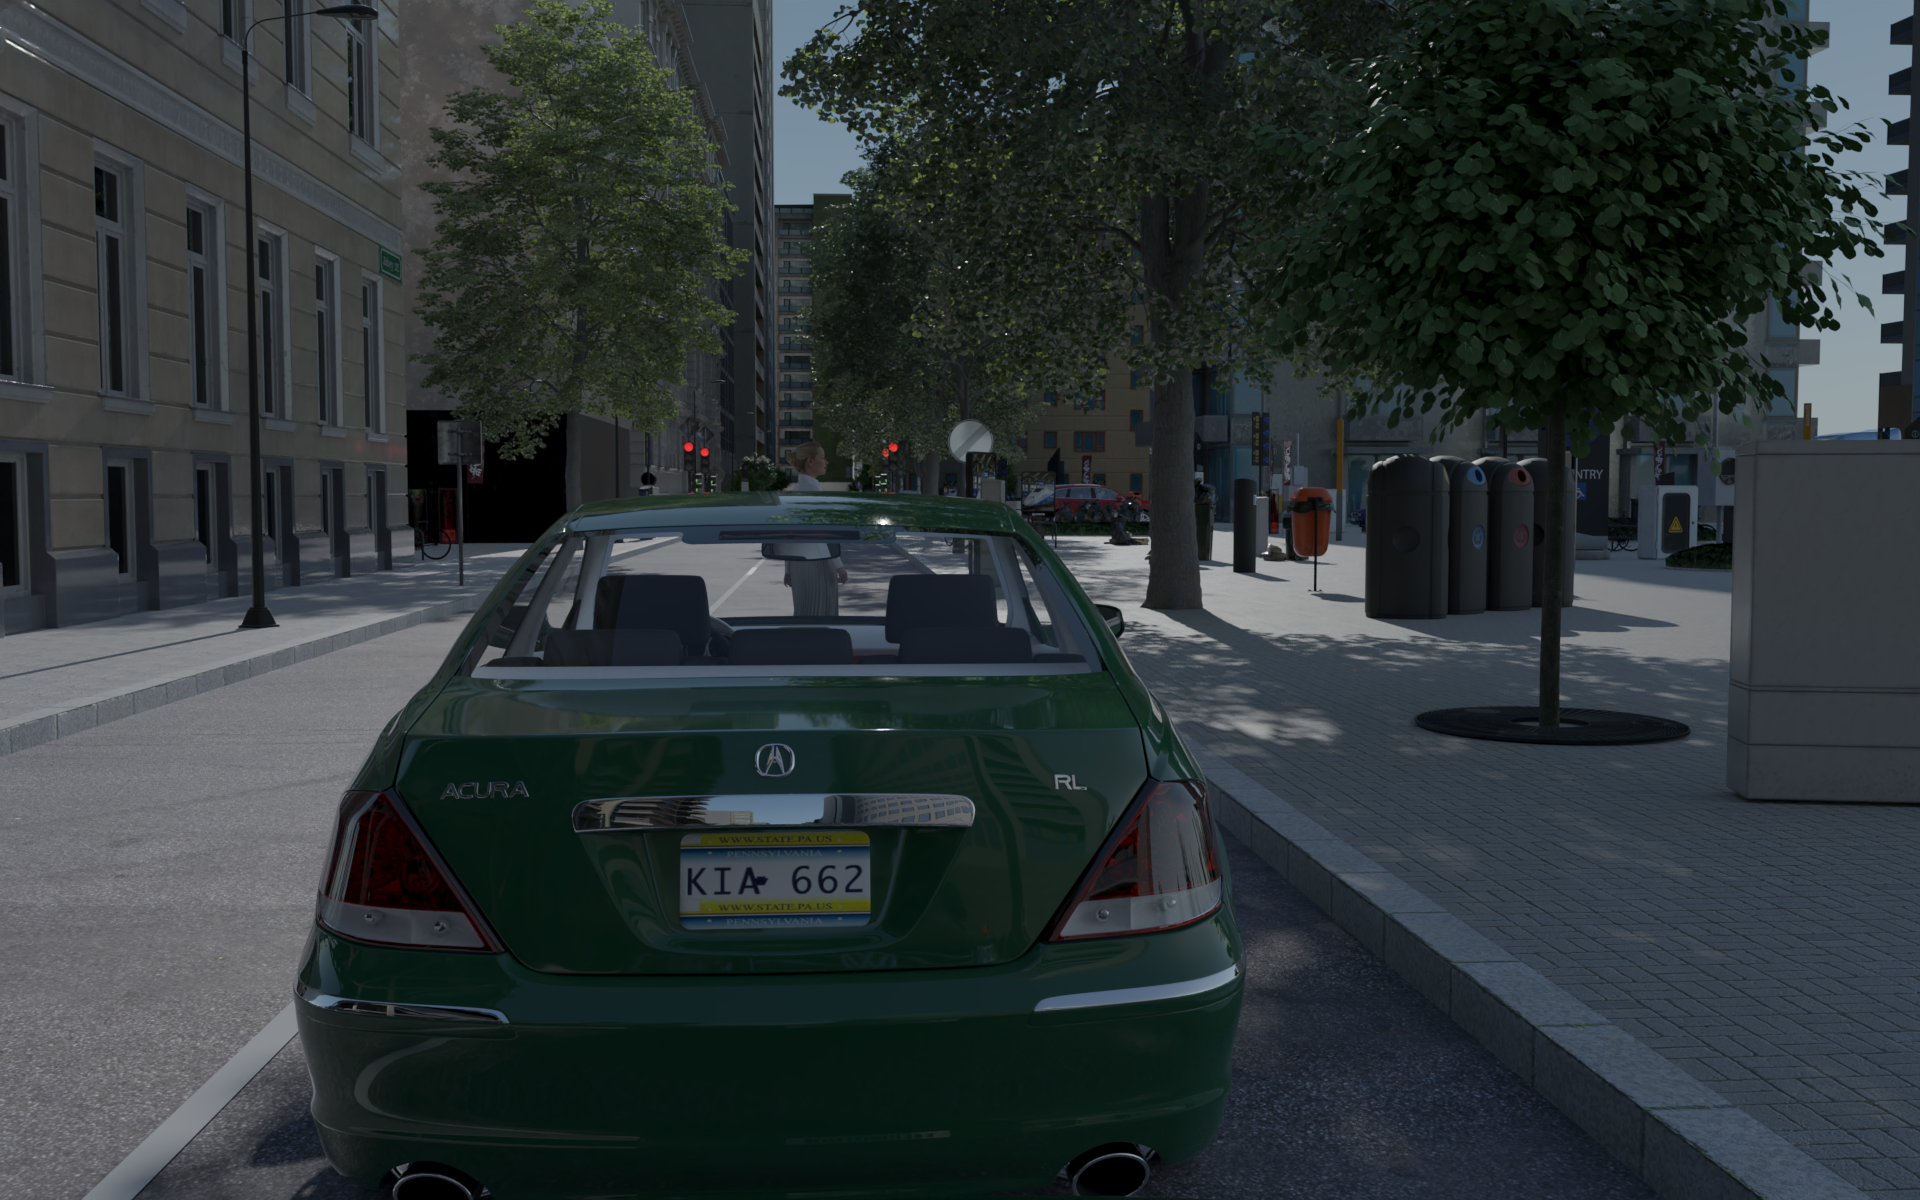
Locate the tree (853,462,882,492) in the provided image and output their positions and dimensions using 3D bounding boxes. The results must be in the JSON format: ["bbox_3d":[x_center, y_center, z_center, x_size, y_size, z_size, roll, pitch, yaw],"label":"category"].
[{"bbox_3d":[-6.738,-9.418,137.700,4.285,4.588,4.351,0,3,0],"label":"tree"}]

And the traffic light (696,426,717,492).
[{"bbox_3d":[-10.408,-5.015,70.922,0.839,4.253,0.868,0,4,-4],"label":"traffic light"}]

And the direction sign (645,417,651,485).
[{"bbox_3d":[-9.032,-3.559,50.187,0.379,3.537,0.876,0,4,-1],"label":"direction sign"}]

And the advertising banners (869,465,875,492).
[{"bbox_3d":[-5.312,-6.526,102.887,0.090,3.025,2.074,-1,4,-16],"label":"advertising banners"}]

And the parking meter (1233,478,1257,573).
[{"bbox_3d":[4.659,-1.218,28.325,0.372,1.533,0.369,0,3,0],"label":"parking meter"}]

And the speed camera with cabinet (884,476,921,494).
[{"bbox_3d":[-3.073,-5.904,90.858,2.038,3.252,0.660,0,4,-8],"label":"speed camera with cabinet"}]

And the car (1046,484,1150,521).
[{"bbox_3d":[5.300,-3.588,67.331,5.304,1.827,2.281,0,4,-3],"label":"car"}]

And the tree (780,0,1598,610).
[{"bbox_3d":[2.511,-6.876,19.082,9.857,13.997,8.962,0,3,0],"label":"tree"}]

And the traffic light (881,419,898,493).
[{"bbox_3d":[-2.473,-4.563,63.521,0.839,4.253,0.868,0,4,-4],"label":"traffic light"}]

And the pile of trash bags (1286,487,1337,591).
[{"bbox_3d":[6.082,-0.818,23.119,3.447,1.369,1.912,0,4,-3],"label":"pile of trash bags"}]

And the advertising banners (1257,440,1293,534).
[{"bbox_3d":[10.033,-3.622,55.407,2.074,3.025,0.090,-3,5,-43],"label":"advertising banners"}]

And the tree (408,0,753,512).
[{"bbox_3d":[-8.431,-7.420,39.440,7.486,12.596,7.792,0,3,0],"label":"tree"}]

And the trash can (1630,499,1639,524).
[{"bbox_3d":[21.682,-2.661,55.158,0.748,1.137,0.748,0,3,0],"label":"trash can"}]

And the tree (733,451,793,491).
[{"bbox_3d":[-15.377,-8.971,130.397,4.285,4.588,4.351,0,3,0],"label":"tree"}]

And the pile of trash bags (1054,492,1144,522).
[{"bbox_3d":[5.142,-3.223,62.443,3.447,1.369,1.912,-2,4,-32],"label":"pile of trash bags"}]

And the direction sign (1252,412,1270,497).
[{"bbox_3d":[8.312,-3.422,47.946,0.379,3.537,0.876,3,5,40],"label":"direction sign"}]

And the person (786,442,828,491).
[{"bbox_3d":[-1.102,-0.211,12.171,0.641,1.798,0.478,-1,4,-11],"label":"person"}]

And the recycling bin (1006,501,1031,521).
[{"bbox_3d":[2.112,-3.025,62.007,0.722,1.027,0.722,-2,4,-34],"label":"recycling bin"}]

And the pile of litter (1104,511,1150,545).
[{"bbox_3d":[4.252,-1.844,44.113,1.176,0.858,1.719,0,4,3],"label":"pile of litter"}]

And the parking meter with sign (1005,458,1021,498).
[{"bbox_3d":[2.790,-4.693,72.997,1.738,3.016,0.543,0,4,5],"label":"parking meter with sign"}]

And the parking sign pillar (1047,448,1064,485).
[{"bbox_3d":[5.606,-6.912,101.481,1.447,3.967,1.447,-2,4,-26],"label":"parking sign pillar"}]

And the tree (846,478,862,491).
[{"bbox_3d":[-12.732,-13.105,208.864,1.663,3.219,1.824,0,3,0],"label":"tree"}]

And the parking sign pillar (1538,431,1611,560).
[{"bbox_3d":[12.101,-2.794,34.159,1.447,3.967,1.447,0,4,-4],"label":"parking sign pillar"}]

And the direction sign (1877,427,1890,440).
[{"bbox_3d":[31.520,-4.110,59.189,0.379,3.537,0.876,0,4,5],"label":"direction sign"}]

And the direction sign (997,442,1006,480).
[{"bbox_3d":[1.716,-5.029,74.221,0.379,3.537,0.876,-3,4,-36],"label":"direction sign"}]

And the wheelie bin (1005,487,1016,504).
[{"bbox_3d":[2.862,-5.629,99.942,0.980,1.594,0.693,3,5,45],"label":"wheelie bin"}]

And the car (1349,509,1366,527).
[{"bbox_3d":[17.481,-3.428,68.626,3.894,1.354,1.945,0,4,-4],"label":"car"}]

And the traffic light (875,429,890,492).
[{"bbox_3d":[-3.068,-5.050,71.484,0.839,4.253,0.868,0,4,-4],"label":"traffic light"}]

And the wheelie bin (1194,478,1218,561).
[{"bbox_3d":[4.625,-1.571,33.589,0.693,1.594,0.980,1,4,15],"label":"wheelie bin"}]

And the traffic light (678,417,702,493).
[{"bbox_3d":[-9.813,-4.528,62.959,0.839,4.253,0.868,0,4,-4],"label":"traffic light"}]

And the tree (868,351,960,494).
[{"bbox_3d":[-2.569,-8.001,81.181,4.360,8.622,3.978,0,3,0],"label":"tree"}]

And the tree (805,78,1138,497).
[{"bbox_3d":[0.305,-6.293,37.306,7.601,10.594,8.767,-1,4,-16],"label":"tree"}]

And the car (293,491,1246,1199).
[{"bbox_3d":[-0.470,0.409,5.111,2.131,1.459,4.920,0,4,-4],"label":"car"}]

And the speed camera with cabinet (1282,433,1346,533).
[{"bbox_3d":[11.625,-3.826,56.889,2.038,3.252,0.660,-1,4,-14],"label":"speed camera with cabinet"}]

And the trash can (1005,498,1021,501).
[{"bbox_3d":[2.191,-3.654,71.391,0.748,1.137,0.748,0,3,0],"label":"trash can"}]

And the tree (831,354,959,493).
[{"bbox_3d":[-3.473,-10.870,95.849,7.486,12.596,7.792,0,3,0],"label":"tree"}]

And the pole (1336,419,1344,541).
[{"bbox_3d":[10.396,-3.277,47.418,0.158,3.312,0.155,0,3,0],"label":"pole"}]

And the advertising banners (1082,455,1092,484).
[{"bbox_3d":[5.086,-5.034,78.490,2.074,3.025,0.090,2,4,35],"label":"advertising banners"}]

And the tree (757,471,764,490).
[{"bbox_3d":[-15.040,-7.943,124.470,1.663,3.219,1.824,0,3,0],"label":"tree"}]

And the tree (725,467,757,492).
[{"bbox_3d":[-15.572,-7.785,121.889,1.663,3.219,1.824,0,3,0],"label":"tree"}]

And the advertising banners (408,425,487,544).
[{"bbox_3d":[-13.076,-2.931,44.117,2.074,3.025,0.090,0,4,-5],"label":"advertising banners"}]

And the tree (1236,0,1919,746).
[{"bbox_3d":[3.285,-1.566,9.315,4.285,4.588,4.351,0,3,0],"label":"tree"}]

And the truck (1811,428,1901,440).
[{"bbox_3d":[43.740,-5.013,71.722,18.799,4.110,2.967,0,4,-4],"label":"truck"}]

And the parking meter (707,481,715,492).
[{"bbox_3d":[-10.647,-4.166,73.824,0.399,1.863,0.255,-2,4,-30],"label":"parking meter"}]

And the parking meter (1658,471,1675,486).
[{"bbox_3d":[18.182,-2.381,44.647,0.399,1.863,0.255,1,4,11],"label":"parking meter"}]

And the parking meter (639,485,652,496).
[{"bbox_3d":[-8.818,-2.459,48.618,0.372,1.533,0.369,0,3,0],"label":"parking meter"}]

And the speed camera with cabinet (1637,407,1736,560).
[{"bbox_3d":[14.397,-2.431,34.079,2.038,3.252,0.660,-1,4,-17],"label":"speed camera with cabinet"}]

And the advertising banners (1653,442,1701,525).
[{"bbox_3d":[23.514,-3.713,56.889,0.090,3.025,2.074,-1,4,-22],"label":"advertising banners"}]

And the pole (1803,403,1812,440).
[{"bbox_3d":[18.974,-2.753,38.861,0.158,3.312,0.155,0,3,0],"label":"pole"}]
